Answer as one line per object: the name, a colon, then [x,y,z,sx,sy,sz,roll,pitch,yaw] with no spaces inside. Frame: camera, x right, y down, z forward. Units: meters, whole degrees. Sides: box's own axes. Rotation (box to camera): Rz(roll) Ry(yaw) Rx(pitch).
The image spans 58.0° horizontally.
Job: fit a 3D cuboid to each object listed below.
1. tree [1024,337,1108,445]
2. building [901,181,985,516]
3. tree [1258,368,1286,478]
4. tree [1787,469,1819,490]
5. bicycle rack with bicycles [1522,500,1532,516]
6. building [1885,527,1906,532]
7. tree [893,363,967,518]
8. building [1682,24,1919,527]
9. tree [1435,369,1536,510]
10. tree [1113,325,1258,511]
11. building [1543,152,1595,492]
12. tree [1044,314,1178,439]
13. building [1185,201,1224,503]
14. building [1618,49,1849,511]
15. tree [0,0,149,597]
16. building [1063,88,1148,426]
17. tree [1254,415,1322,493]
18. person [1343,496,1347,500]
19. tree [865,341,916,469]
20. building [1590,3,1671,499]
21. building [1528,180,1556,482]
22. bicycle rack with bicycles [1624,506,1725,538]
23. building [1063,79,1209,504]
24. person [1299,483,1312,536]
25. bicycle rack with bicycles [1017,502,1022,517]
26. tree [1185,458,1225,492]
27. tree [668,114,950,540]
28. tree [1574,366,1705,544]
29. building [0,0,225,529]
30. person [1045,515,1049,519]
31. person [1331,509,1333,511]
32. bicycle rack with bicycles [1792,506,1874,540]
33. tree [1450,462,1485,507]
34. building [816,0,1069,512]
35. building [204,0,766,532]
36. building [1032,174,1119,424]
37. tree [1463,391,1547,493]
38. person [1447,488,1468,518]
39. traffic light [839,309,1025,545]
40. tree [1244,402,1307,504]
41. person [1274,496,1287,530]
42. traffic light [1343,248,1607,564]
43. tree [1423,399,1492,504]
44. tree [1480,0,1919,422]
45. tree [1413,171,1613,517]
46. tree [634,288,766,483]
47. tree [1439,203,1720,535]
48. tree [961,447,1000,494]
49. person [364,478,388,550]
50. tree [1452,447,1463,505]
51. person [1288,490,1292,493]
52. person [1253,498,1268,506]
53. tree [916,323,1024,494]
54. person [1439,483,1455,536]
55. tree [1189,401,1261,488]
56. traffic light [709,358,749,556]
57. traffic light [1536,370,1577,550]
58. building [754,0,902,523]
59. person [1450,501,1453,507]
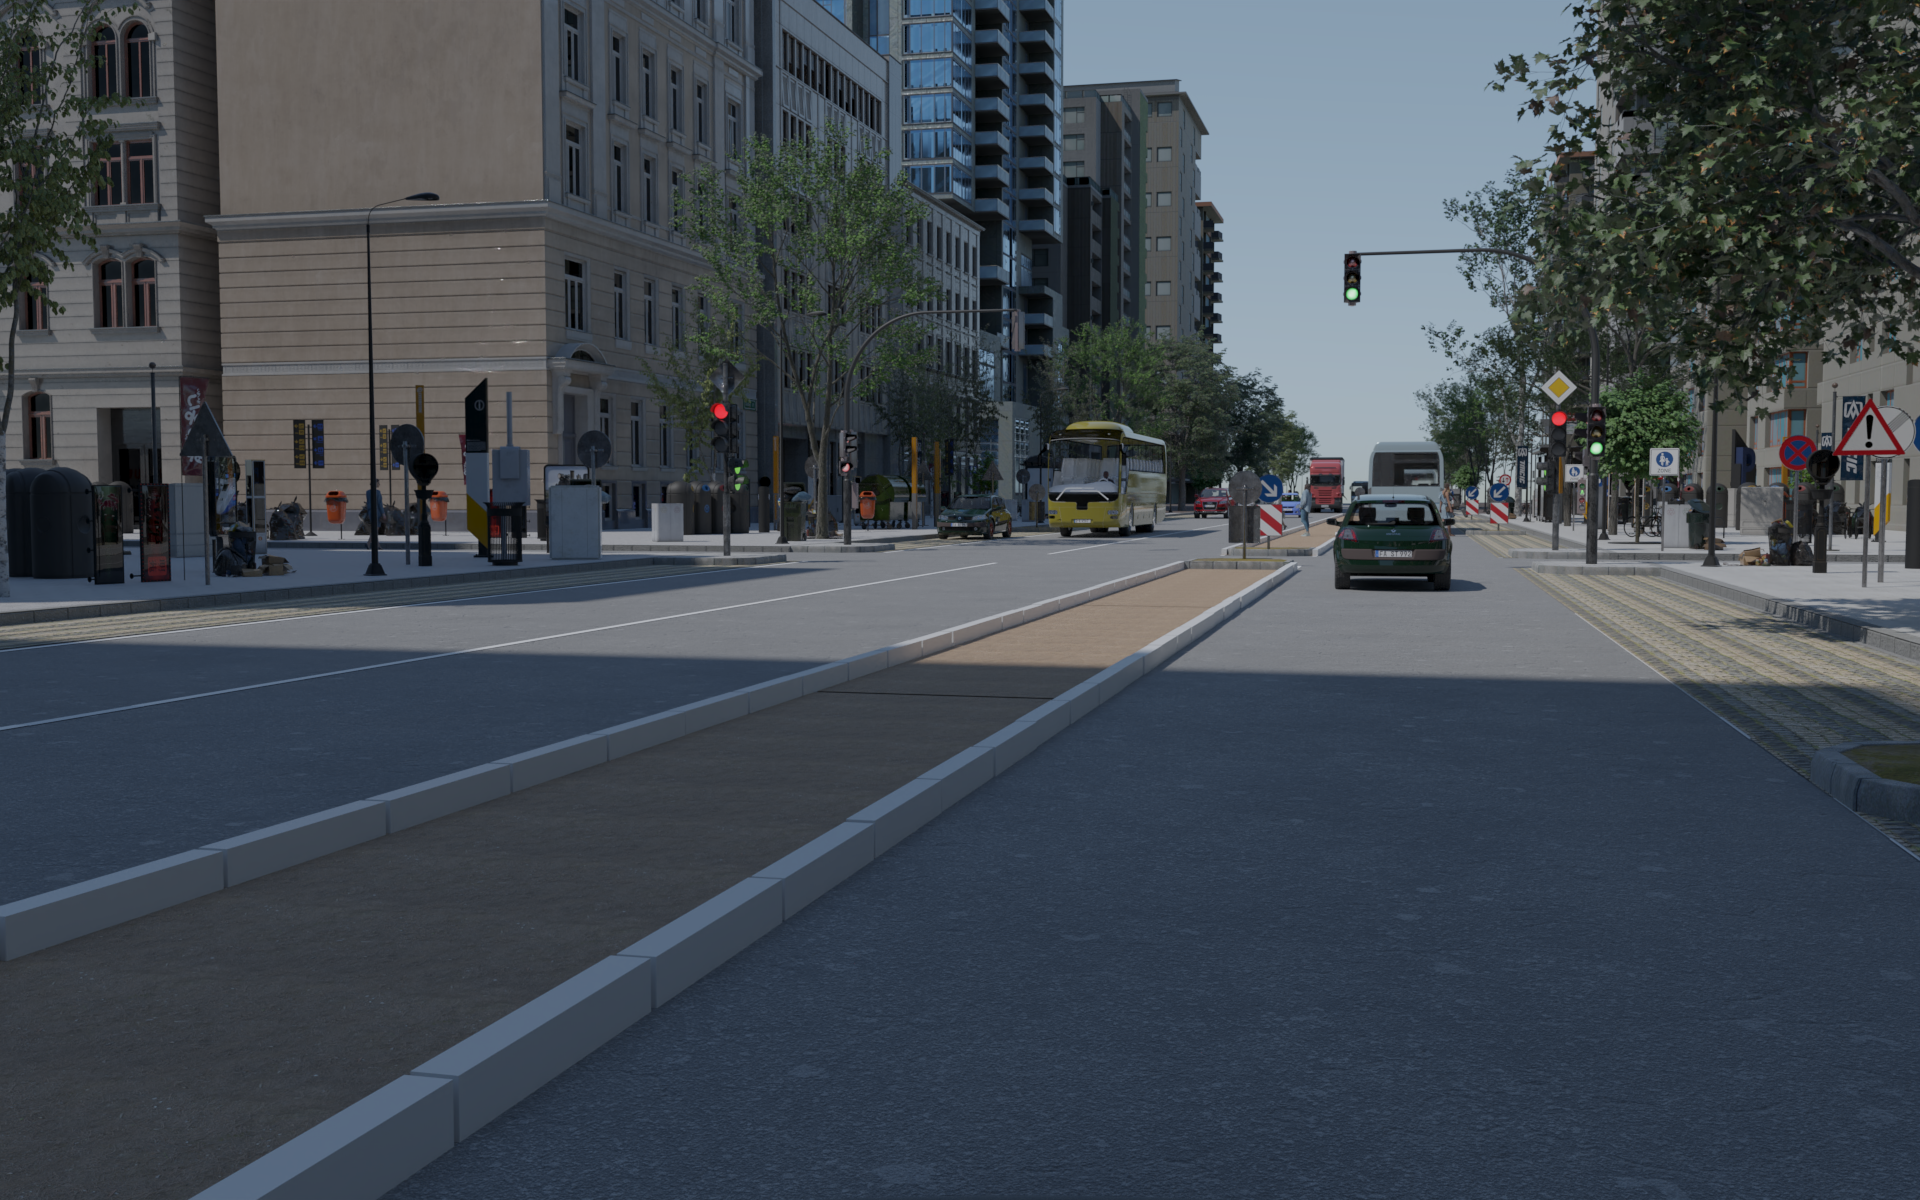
tree: [4.652,-7.971,80.687,4.360,8.622,3.978,0,3,0]
building: [-5.370,-15.691,105.692,9.793,20.994,18.267,1,4,14]
tree: [28.088,-16.373,174.359,9.857,13.997,8.962,0,3,0]
tree: [32.051,-4.316,65.163,1.663,3.219,1.824,0,3,0]
bicycle rack with bicycles: [33.444,-5.492,103.182,2.852,0.926,2.925,0,4,2]
building: [46.333,-12.844,55.045,28.899,21.520,27.650,1,4,14]
tree: [-1.493,-8.635,91.552,4.737,8.622,4.395,0,3,0]
building: [53.069,-14.736,85.971,27.650,21.520,28.899,1,4,14]
tree: [43.645,-13.258,142.530,9.928,11.665,9.643,0,3,0]
tree: [16.639,-13.676,130.265,9.857,13.997,8.962,0,3,0]
building: [84.942,-34.309,215.569,22.147,44.769,28.867,1,4,14]
tree: [8.910,-10.764,101.753,9.928,11.665,9.643,0,3,0]
building: [26.662,-36.679,254.329,22.147,44.769,28.867,1,4,14]
building: [67.273,-26.757,129.359,32.217,40.220,23.993,1,4,14]
tree: [-12.155,-4.344,21.387,4.737,8.622,4.395,0,3,0]
building: [10.491,-29.838,171.452,14.154,41.232,14.086,1,4,14]
tree: [46.032,-19.298,241.278,9.928,11.665,9.643,0,3,0]
person: [31.074,-8.165,141.937,1.348,1.831,0.705,0,4,4]
tree: [-2.521,-8.018,81.459,4.360,8.622,3.978,0,3,0]
building: [71.932,-34.561,154.315,28.713,52.752,27.495,1,4,14]
building: [93.074,-38.184,243.919,23.786,49.044,30.456,1,4,14]
bicycle rack with bicycles: [21.118,-2.314,51.221,2.925,0.926,2.852,0,4,1]
building: [16.861,-39.041,227.561,28.713,52.752,27.495,1,4,14]
person: [11.714,-3.046,58.566,0.793,1.790,0.793,0,4,0]
bicycle rack with bicycles: [3.501,-5.212,98.593,2.852,0.926,2.925,3,5,41]
tree: [20.896,-10.027,147.647,4.285,4.588,4.351,0,3,0]
tree: [-4.049,-7.539,49.022,9.928,11.665,9.643,0,3,0]
tree: [17.545,-3.733,44.741,4.285,4.588,4.351,0,3,0]
building: [-36.558,-17.234,69.158,23.554,28.519,14.401,1,4,14]
person: [3.990,-3.517,71.494,0.738,1.151,1.012,-1,4,-19]
person: [31.489,-8.416,146.042,1.348,1.831,0.705,0,4,4]
bicycle rack with bicycles: [25.328,-2.246,50.106,2.852,0.926,2.925,3,5,39]
tree: [51.426,-11.706,175.098,4.285,4.588,4.351,0,3,0]
building: [-3.283,-50.347,135.840,22.319,86.520,31.000,1,4,14]
building: [-17.300,-17.252,67.982,13.634,28.700,20.117,1,4,14]
building: [6.426,-23.645,158.297,14.160,30.474,14.107,1,4,14]
tree: [36.931,-10.133,116.039,4.360,8.622,3.978,0,3,0]
person: [29.793,-5.836,104.134,1.509,1.804,0.699,1,4,9]
traffic light: [-0.774,-4.185,43.100,4.771,5.953,1.251,1,4,14]
tree: [37.816,-17.772,208.705,7.486,12.596,7.792,0,3,0]
person: [12.573,-3.633,68.244,0.624,1.780,0.694,2,4,28]
traffic light: [9.505,-3.509,32.033,4.771,5.953,1.251,1,4,14]
tree: [65.121,-19.508,225.605,9.857,13.997,8.962,0,3,0]
tree: [9.509,-6.036,15.691,9.611,12.733,9.660,0,3,0]
tree: [32.799,-14.860,98.843,12.611,20.169,13.585,0,3,0]
tree: [-8.905,-6.750,60.728,4.737,8.622,4.395,0,3,0]
tree: [20.191,-7.292,53.631,8.767,10.594,7.601,3,5,39]
tree: [1.147,-4.614,70.034,1.663,3.219,1.824,0,3,0]
person: [-14.624,-2.120,43.188,0.581,1.822,0.654,3,5,42]
tree: [61.562,-15.961,211.332,4.360,8.622,3.978,0,3,0]
person: [22.460,-6.685,118.618,0.721,1.723,1.217,2,4,25]
person: [12.809,-3.969,73.746,0.623,1.781,0.721,-2,4,-25]
tree: [0.373,-7.642,75.311,4.360,8.622,3.978,0,3,0]
person: [16.378,-3.048,58.429,0.778,1.811,0.616,0,4,-7]
tree: [24.194,-13.774,159.612,7.601,10.594,8.767,-3,5,-43]
traffic light: [-4.824,-2.871,35.860,0.839,4.253,0.868,1,4,14]
traffic light: [13.556,-3.086,39.379,0.839,4.253,0.868,1,4,14]
building: [-11.537,-16.480,87.477,12.078,24.808,19.932,1,4,14]
person: [26.484,-4.919,93.601,0.352,1.250,0.332,1,4,17]
